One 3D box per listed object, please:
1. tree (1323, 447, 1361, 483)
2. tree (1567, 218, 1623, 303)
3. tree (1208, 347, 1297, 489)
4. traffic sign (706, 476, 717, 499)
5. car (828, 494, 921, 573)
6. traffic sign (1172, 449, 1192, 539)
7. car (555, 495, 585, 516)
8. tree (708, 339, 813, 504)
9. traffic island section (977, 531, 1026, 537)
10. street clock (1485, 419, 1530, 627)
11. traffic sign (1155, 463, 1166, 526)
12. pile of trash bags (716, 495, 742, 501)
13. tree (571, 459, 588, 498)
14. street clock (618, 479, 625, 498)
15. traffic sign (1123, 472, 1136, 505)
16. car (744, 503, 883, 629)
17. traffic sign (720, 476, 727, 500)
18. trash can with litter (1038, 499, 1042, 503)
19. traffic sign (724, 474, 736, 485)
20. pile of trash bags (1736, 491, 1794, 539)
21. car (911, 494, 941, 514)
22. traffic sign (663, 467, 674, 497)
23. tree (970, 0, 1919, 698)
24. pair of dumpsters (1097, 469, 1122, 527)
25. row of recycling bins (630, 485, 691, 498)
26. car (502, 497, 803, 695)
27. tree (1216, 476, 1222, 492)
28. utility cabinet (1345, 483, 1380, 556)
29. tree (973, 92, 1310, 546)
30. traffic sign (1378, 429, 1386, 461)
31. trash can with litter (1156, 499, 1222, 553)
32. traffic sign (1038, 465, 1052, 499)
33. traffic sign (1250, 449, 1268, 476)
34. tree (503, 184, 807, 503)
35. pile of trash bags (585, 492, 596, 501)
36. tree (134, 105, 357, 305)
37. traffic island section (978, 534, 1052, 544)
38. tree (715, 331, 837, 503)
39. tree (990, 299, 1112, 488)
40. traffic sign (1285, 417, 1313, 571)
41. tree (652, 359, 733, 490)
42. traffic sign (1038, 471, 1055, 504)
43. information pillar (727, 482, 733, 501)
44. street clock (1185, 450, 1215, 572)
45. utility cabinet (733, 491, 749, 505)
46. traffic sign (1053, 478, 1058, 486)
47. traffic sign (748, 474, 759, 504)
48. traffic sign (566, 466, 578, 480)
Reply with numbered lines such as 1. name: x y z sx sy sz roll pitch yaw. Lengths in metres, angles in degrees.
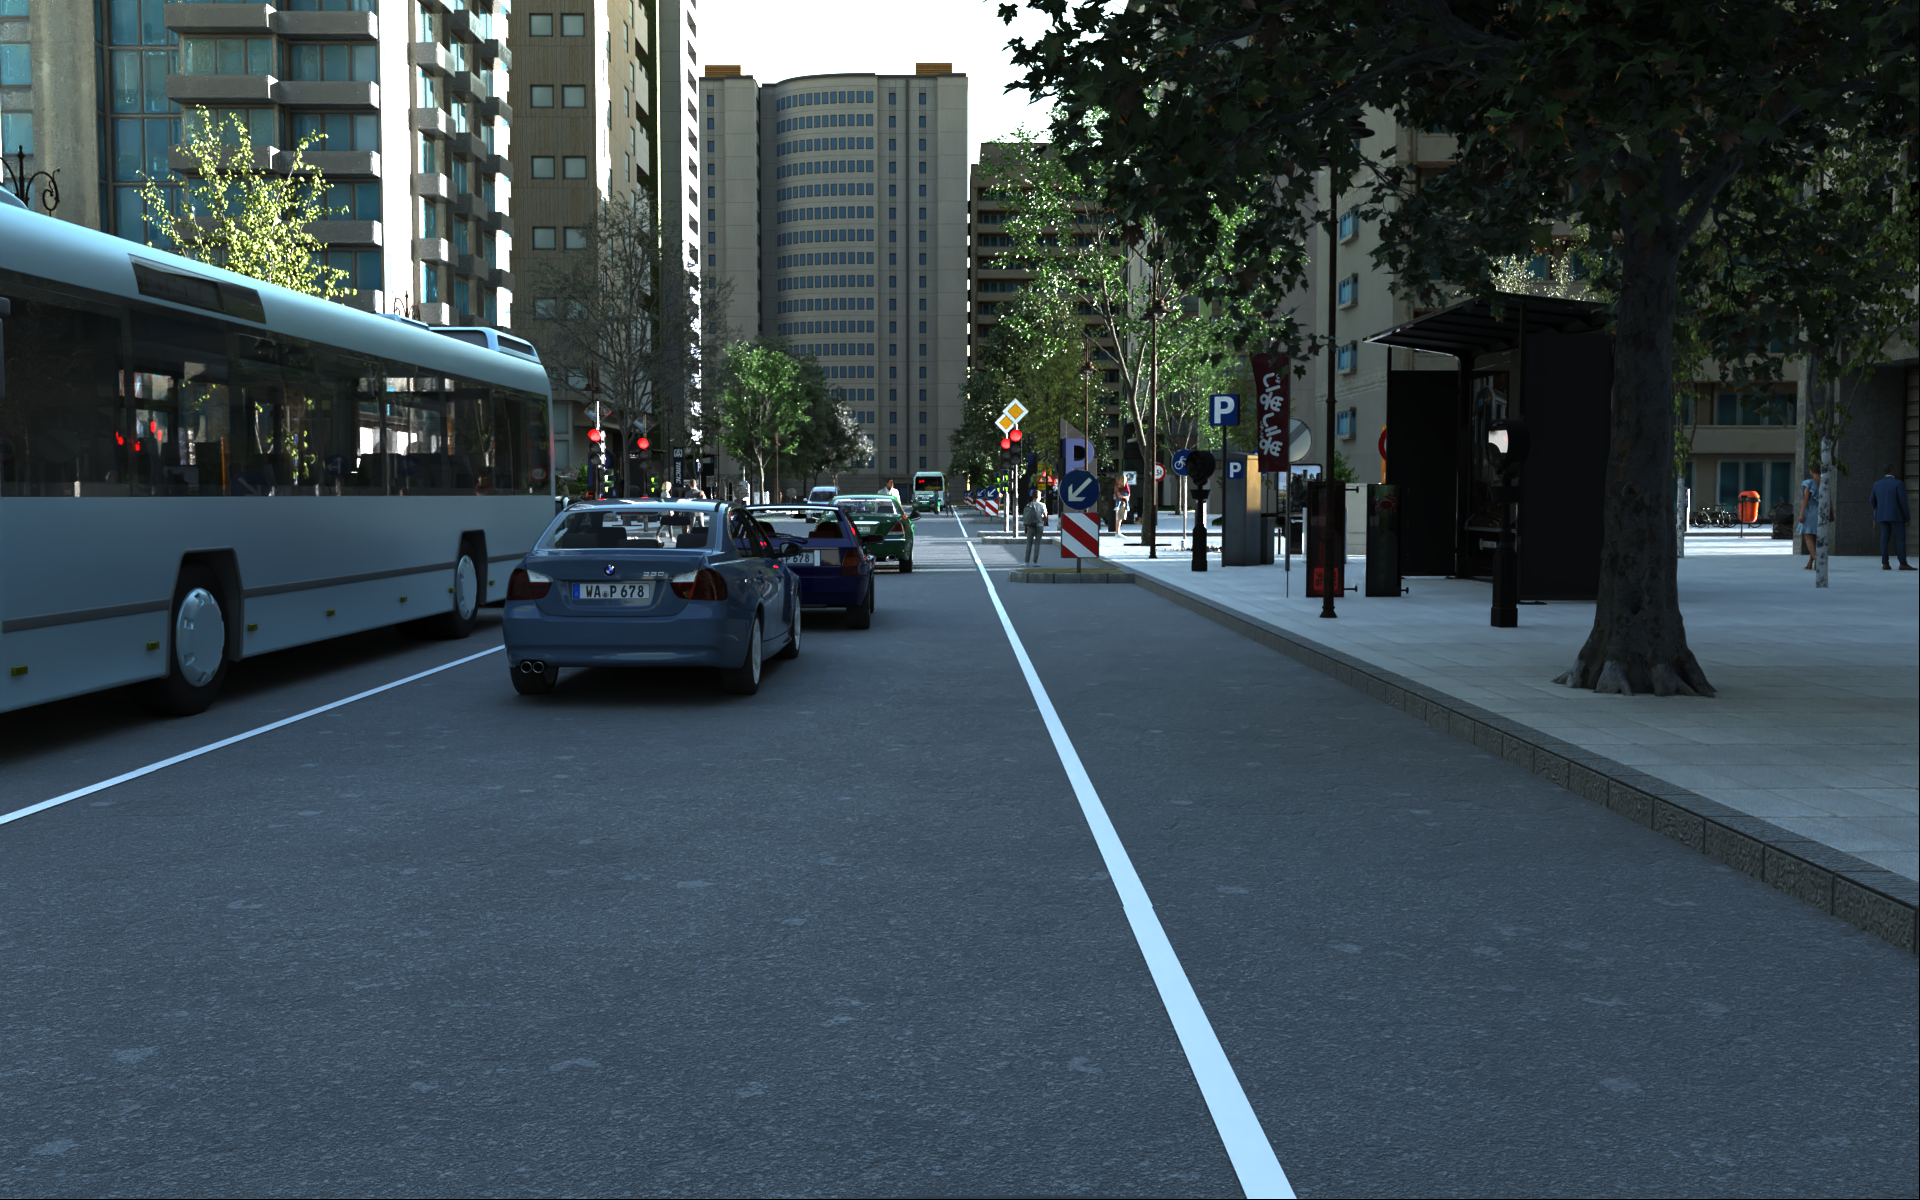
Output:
1. tree: 15.080 -4.596 69.749 1.663 3.219 1.824 0 3 0
2. tree: 14.205 -5.147 34.519 4.737 8.622 4.395 0 3 0
3. tree: 14.453 -8.362 87.078 4.737 8.622 4.395 0 3 0
4. traffic sign: -13.995 -5.834 97.514 0.606 2.300 0.079 1 4 9
5. car: -1.804 -1.298 33.028 2.131 1.459 4.920 0 4 -1
6. traffic sign: 6.393 -3.005 49.231 0.768 2.556 0.104 1 4 8
7. car: -5.956 -0.854 23.748 2.009 1.686 4.222 0 4 -1
8. tree: -13.505 -11.689 116.863 9.928 11.665 9.643 0 3 0
9. traffic island section: 1.579 -2.232 58.779 2.009 0.180 2.903 0 4 0
10. street clock: 5.262 -0.741 16.693 0.358 2.002 0.471 -1 4 -10
11. traffic sign: 7.962 -4.282 70.123 0.768 2.556 0.104 1 4 9
12. pile of trash bags: -14.799 -5.920 106.545 3.447 1.369 1.912 1 4 11
13. tree: -20.673 -6.157 95.269 1.663 3.219 1.824 0 3 0
14. street clock: -16.632 -4.956 85.596 0.358 2.002 0.471 3 5 44
15. traffic sign: 7.674 -4.668 78.447 0.606 2.300 0.079 0 4 3
16. car: -1.849 -0.435 19.694 1.945 1.354 3.894 0 4 -2
17. traffic sign: -16.500 -7.446 121.840 0.768 2.556 0.104 0 4 7
18. trash can with litter: 5.301 -6.288 114.197 1.055 1.170 0.624 -2 4 -26
19. traffic sign: -14.596 -6.723 110.026 0.768 2.556 0.104 0 4 2
20. pile of trash bags: 23.735 -2.431 49.499 1.912 1.369 3.447 -2 4 -28
21. car: -2.370 -6.626 120.139 2.131 1.459 4.920 0 4 1
22. traffic sign: -13.567 -4.966 81.297 0.768 2.556 0.104 0 4 7
23. tree: 4.480 -5.746 10.954 9.611 12.733 9.660 0 3 0
24. pair of dumpsters: 5.737 -4.130 70.026 1.574 2.255 4.437 0 4 0
25. row of recycling bins: -14.281 -4.638 82.947 3.534 1.692 1.069 0 4 -3
26. car: -2.294 -0.101 13.653 2.014 1.417 4.499 0 4 1
27. tree: 15.307 -6.343 98.306 1.663 3.219 1.824 0 3 0
28. utility cabinet: 8.250 -1.662 35.847 0.318 1.500 1.173 -3 5 -43
29. tree: 4.515 -7.145 42.581 9.928 11.665 9.643 0 3 0
30. traffic sign: 7.961 -1.917 31.444 0.768 2.556 0.104 1 4 8
31. trash can with litter: 5.343 -1.695 38.765 1.678 1.210 2.233 0 4 -2
32. traffic sign: 5.154 -7.599 118.110 2.265 3.308 0.079 0 4 1
33. traffic sign: 8.508 -3.021 49.492 0.768 2.556 0.104 0 4 1
34. tree: -13.276 -9.695 68.877 12.009 13.543 11.850 0 3 0
35. pile of trash bags: -16.146 -3.659 69.573 3.447 1.369 1.912 0 4 1
36. tree: -13.401 -5.047 32.888 4.737 8.622 4.395 0 3 0
37. traffic island section: 1.641 -1.744 50.794 2.009 0.180 2.903 0 4 0
38. tree: -14.211 -13.892 133.794 9.857 13.997 8.962 0 3 0
39. tree: 3.547 -6.996 64.742 4.737 8.622 4.395 0 3 0
40. traffic sign: 5.461 -1.755 28.804 0.768 2.556 0.104 0 4 4
41. tree: -13.265 -8.348 86.851 4.360 8.622 3.978 0 3 0
42. traffic sign: 4.195 -5.178 84.657 0.884 2.594 0.081 0 4 4
43. information pillar: -13.820 -6.090 104.062 0.304 2.012 0.304 -1 4 -21
44. street clock: 3.979 -1.477 28.722 0.358 2.002 0.471 -3 5 -41
45. utility cabinet: -15.694 -7.049 123.929 1.173 1.500 0.318 0 4 4
46. traffic sign: 7.460 -8.088 132.343 0.768 2.556 0.104 1 4 8
47. traffic sign: -13.419 -6.870 112.428 0.768 2.556 0.104 0 4 6
48. traffic sign: -17.492 -4.744 77.676 0.768 2.556 0.104 0 4 6
